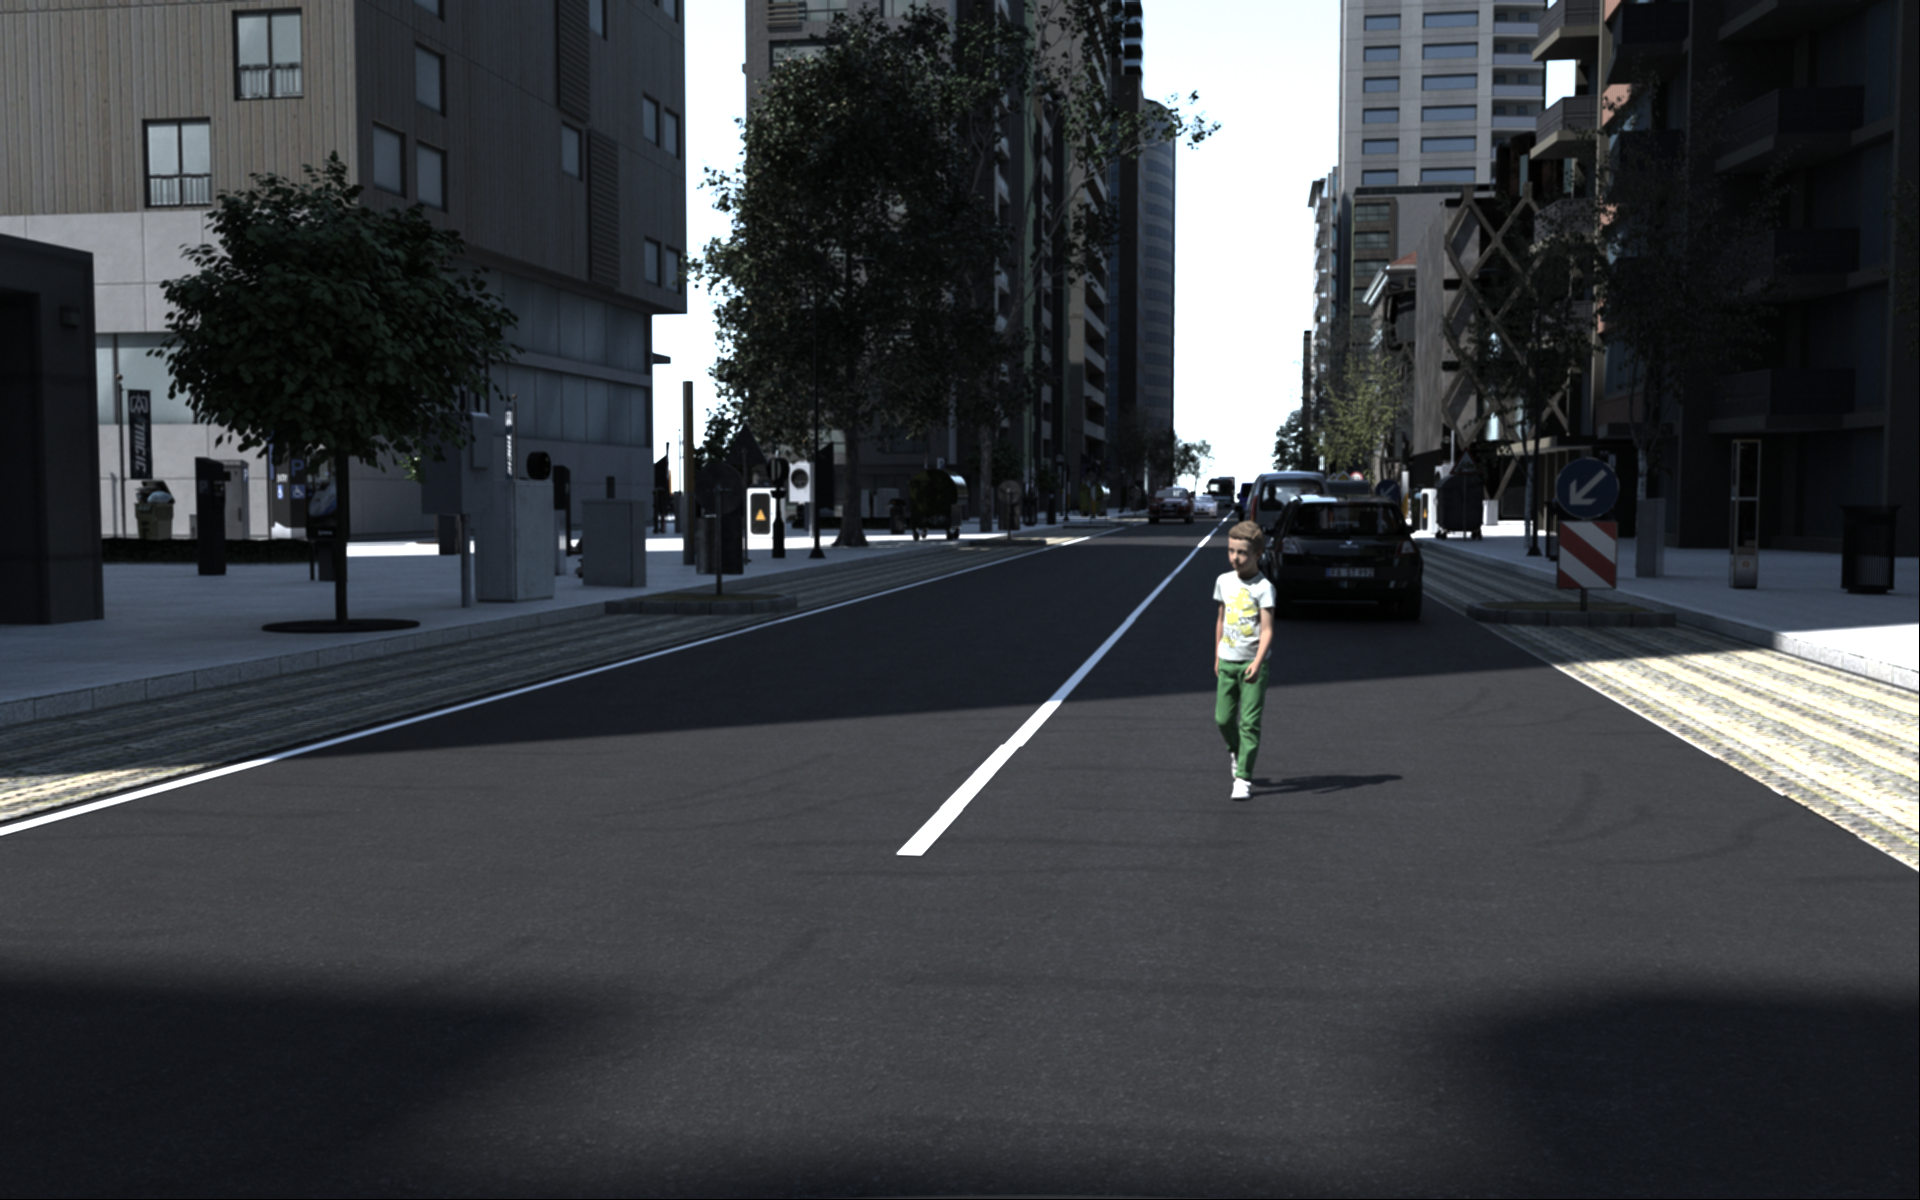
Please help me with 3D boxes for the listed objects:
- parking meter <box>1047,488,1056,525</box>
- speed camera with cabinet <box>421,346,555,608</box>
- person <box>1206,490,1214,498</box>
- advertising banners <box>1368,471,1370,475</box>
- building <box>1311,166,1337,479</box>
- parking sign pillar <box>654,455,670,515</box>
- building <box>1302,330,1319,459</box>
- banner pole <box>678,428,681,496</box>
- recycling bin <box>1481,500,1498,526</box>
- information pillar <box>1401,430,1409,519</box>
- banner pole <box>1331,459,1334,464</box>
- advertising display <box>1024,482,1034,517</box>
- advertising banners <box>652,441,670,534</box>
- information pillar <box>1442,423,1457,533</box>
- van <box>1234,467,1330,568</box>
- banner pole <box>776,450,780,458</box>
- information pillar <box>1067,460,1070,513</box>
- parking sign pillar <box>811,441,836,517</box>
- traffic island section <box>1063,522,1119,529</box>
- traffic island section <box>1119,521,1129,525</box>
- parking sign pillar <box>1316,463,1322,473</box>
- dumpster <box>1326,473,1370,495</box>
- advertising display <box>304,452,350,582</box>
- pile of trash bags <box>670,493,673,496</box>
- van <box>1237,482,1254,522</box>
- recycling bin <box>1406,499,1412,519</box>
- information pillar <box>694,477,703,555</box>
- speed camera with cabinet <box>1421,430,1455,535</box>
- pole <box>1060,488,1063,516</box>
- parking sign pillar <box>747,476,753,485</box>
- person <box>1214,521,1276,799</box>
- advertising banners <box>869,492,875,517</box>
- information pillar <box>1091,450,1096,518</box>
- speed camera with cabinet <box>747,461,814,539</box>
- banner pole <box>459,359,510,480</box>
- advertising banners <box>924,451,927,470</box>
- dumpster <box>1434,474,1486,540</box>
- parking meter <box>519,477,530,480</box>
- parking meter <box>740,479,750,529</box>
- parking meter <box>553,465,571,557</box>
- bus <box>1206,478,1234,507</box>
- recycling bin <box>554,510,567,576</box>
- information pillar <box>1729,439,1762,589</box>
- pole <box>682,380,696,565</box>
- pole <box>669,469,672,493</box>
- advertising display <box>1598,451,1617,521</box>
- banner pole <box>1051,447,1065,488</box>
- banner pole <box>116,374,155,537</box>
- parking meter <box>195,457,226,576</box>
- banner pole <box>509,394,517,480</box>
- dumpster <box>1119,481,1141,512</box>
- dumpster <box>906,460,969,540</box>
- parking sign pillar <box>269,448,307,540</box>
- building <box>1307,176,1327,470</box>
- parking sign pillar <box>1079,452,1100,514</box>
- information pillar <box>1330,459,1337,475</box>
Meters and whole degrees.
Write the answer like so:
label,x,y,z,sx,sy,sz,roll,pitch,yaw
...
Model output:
label,x,y,z,sx,sy,sz,roll,pitch,yaw
parking meter,3.808,-3.901,72.186,0.372,1.533,0.369,0,3,0
speed camera with cabinet,-5.527,-1.591,20.350,0.660,3.252,2.038,1,4,16
person,26.082,-10.592,181.642,0.705,1.831,1.348,-3,5,-45
advertising banners,30.385,-8.150,129.434,0.090,3.025,2.074,2,4,26
building,62.774,-38.616,250.975,23.786,49.044,30.456,1,4,9
parking sign pillar,-20.205,-7.836,116.594,1.447,3.967,1.447,1,4,18
building,66.543,-32.390,301.283,14.160,30.474,14.107,1,4,9
banner pole,-10.744,-4.670,66.377,0.401,3.779,0.863,-1,4,-12
recycling bin,21.031,-3.472,69.316,0.722,1.027,0.722,-2,4,-31
information pillar,16.260,-4.399,63.275,0.183,3.616,0.504,0,4,-6
banner pole,26.470,-8.153,123.312,0.401,3.779,0.863,0,4,-1
advertising display,3.843,-5.586,96.547,0.123,1.923,0.974,2,4,32
advertising banners,-9.770,-3.709,56.824,0.090,3.025,2.074,0,4,6
information pillar,15.997,-3.997,56.701,0.504,3.616,0.183,0,4,6
van,6.329,-1.622,33.530,2.013,2.044,4.112,0,4,8
banner pole,-7.347,-4.889,69.946,0.401,3.779,0.863,-1,4,-15
information pillar,7.290,-7.693,117.131,0.183,3.616,0.504,-1,4,-16
parking sign pillar,-7.039,-6.092,88.070,1.447,3.967,1.447,0,4,8
traffic island section,5.455,-3.078,72.613,2.009,0.180,2.903,1,4,9
traffic island section,6.769,-3.560,80.490,2.009,0.180,2.903,1,4,9
parking sign pillar,30.829,-9.812,148.903,1.447,3.967,1.447,1,4,11
dumpster,15.149,-3.880,68.388,1.985,2.255,1.502,1,4,10
advertising display,-9.317,-1.241,25.505,0.974,1.923,0.123,3,4,38
pile of trash bags,-24.311,-7.809,137.435,3.447,1.369,1.912,-2,4,-30
van,15.674,-5.316,91.298,2.240,2.365,5.245,1,4,10
recycling bin,23.754,-4.773,90.591,0.722,1.027,0.722,2,4,28
information pillar,-5.654,-1.975,36.788,0.304,2.012,0.304,-2,4,-26
speed camera with cabinet,15.106,-3.683,54.548,0.660,3.252,2.038,0,4,-2
pole,5.907,-6.531,100.631,0.158,3.312,0.155,0,3,0
parking sign pillar,-14.138,-8.072,120.441,1.447,3.967,1.447,-1,4,-22
person,1.367,0.271,8.325,0.306,1.304,0.590,1,4,16
advertising banners,-4.912,-5.707,89.493,0.090,3.025,2.074,2,4,27
information pillar,7.014,-6.110,91.261,0.183,3.616,0.504,-1,4,-17
speed camera with cabinet,-5.101,-3.385,49.686,2.038,3.252,0.660,1,4,22
banner pole,-8.176,-2.408,29.384,0.401,3.779,0.863,2,4,31
advertising banners,-1.536,-4.517,70.049,0.090,3.025,2.074,1,4,11
dumpster,14.084,-2.631,48.768,1.264,1.857,1.865,1,4,9
parking meter,-6.367,-1.064,25.801,0.372,1.533,0.369,0,3,0
parking meter,-7.828,-3.513,63.154,0.399,1.863,0.255,-1,4,-10
parking meter,-8.174,-1.826,35.568,0.255,1.863,0.399,0,4,7
bus,28.392,-11.896,189.353,2.948,3.499,13.247,1,4,9
recycling bin,-6.677,-0.915,27.518,0.722,1.027,0.722,0,4,-3
information pillar,10.638,-1.161,23.475,0.304,2.012,0.304,1,4,12
pole,-4.887,-2.284,31.189,0.158,3.312,0.155,0,3,0
pole,-23.892,-9.126,143.048,0.158,3.312,0.155,0,3,0
advertising display,9.833,-1.290,26.310,0.123,1.923,0.974,2,4,28
banner pole,5.123,-6.211,91.559,0.863,3.779,0.401,0,4,-1
banner pole,-17.422,-2.843,36.498,0.401,3.779,0.863,3,5,42
parking meter,-11.836,-1.325,27.375,0.399,1.863,0.255,1,4,22
banner pole,-11.303,-3.284,43.707,0.401,3.779,0.863,-3,4,-37
dumpster,12.486,-7.635,127.325,1.502,2.255,1.985,1,4,9
dumpster,-0.649,-2.819,48.577,1.502,2.255,1.985,1,4,9
parking sign pillar,-16.548,-3.313,42.632,1.447,3.967,1.447,-3,5,-41
building,70.637,-42.180,278.874,28.713,52.752,27.495,1,4,9
parking sign pillar,8.306,-7.454,110.338,1.447,3.967,1.447,1,4,9
information pillar,25.185,-7.680,116.923,0.504,3.616,0.183,3,5,44
